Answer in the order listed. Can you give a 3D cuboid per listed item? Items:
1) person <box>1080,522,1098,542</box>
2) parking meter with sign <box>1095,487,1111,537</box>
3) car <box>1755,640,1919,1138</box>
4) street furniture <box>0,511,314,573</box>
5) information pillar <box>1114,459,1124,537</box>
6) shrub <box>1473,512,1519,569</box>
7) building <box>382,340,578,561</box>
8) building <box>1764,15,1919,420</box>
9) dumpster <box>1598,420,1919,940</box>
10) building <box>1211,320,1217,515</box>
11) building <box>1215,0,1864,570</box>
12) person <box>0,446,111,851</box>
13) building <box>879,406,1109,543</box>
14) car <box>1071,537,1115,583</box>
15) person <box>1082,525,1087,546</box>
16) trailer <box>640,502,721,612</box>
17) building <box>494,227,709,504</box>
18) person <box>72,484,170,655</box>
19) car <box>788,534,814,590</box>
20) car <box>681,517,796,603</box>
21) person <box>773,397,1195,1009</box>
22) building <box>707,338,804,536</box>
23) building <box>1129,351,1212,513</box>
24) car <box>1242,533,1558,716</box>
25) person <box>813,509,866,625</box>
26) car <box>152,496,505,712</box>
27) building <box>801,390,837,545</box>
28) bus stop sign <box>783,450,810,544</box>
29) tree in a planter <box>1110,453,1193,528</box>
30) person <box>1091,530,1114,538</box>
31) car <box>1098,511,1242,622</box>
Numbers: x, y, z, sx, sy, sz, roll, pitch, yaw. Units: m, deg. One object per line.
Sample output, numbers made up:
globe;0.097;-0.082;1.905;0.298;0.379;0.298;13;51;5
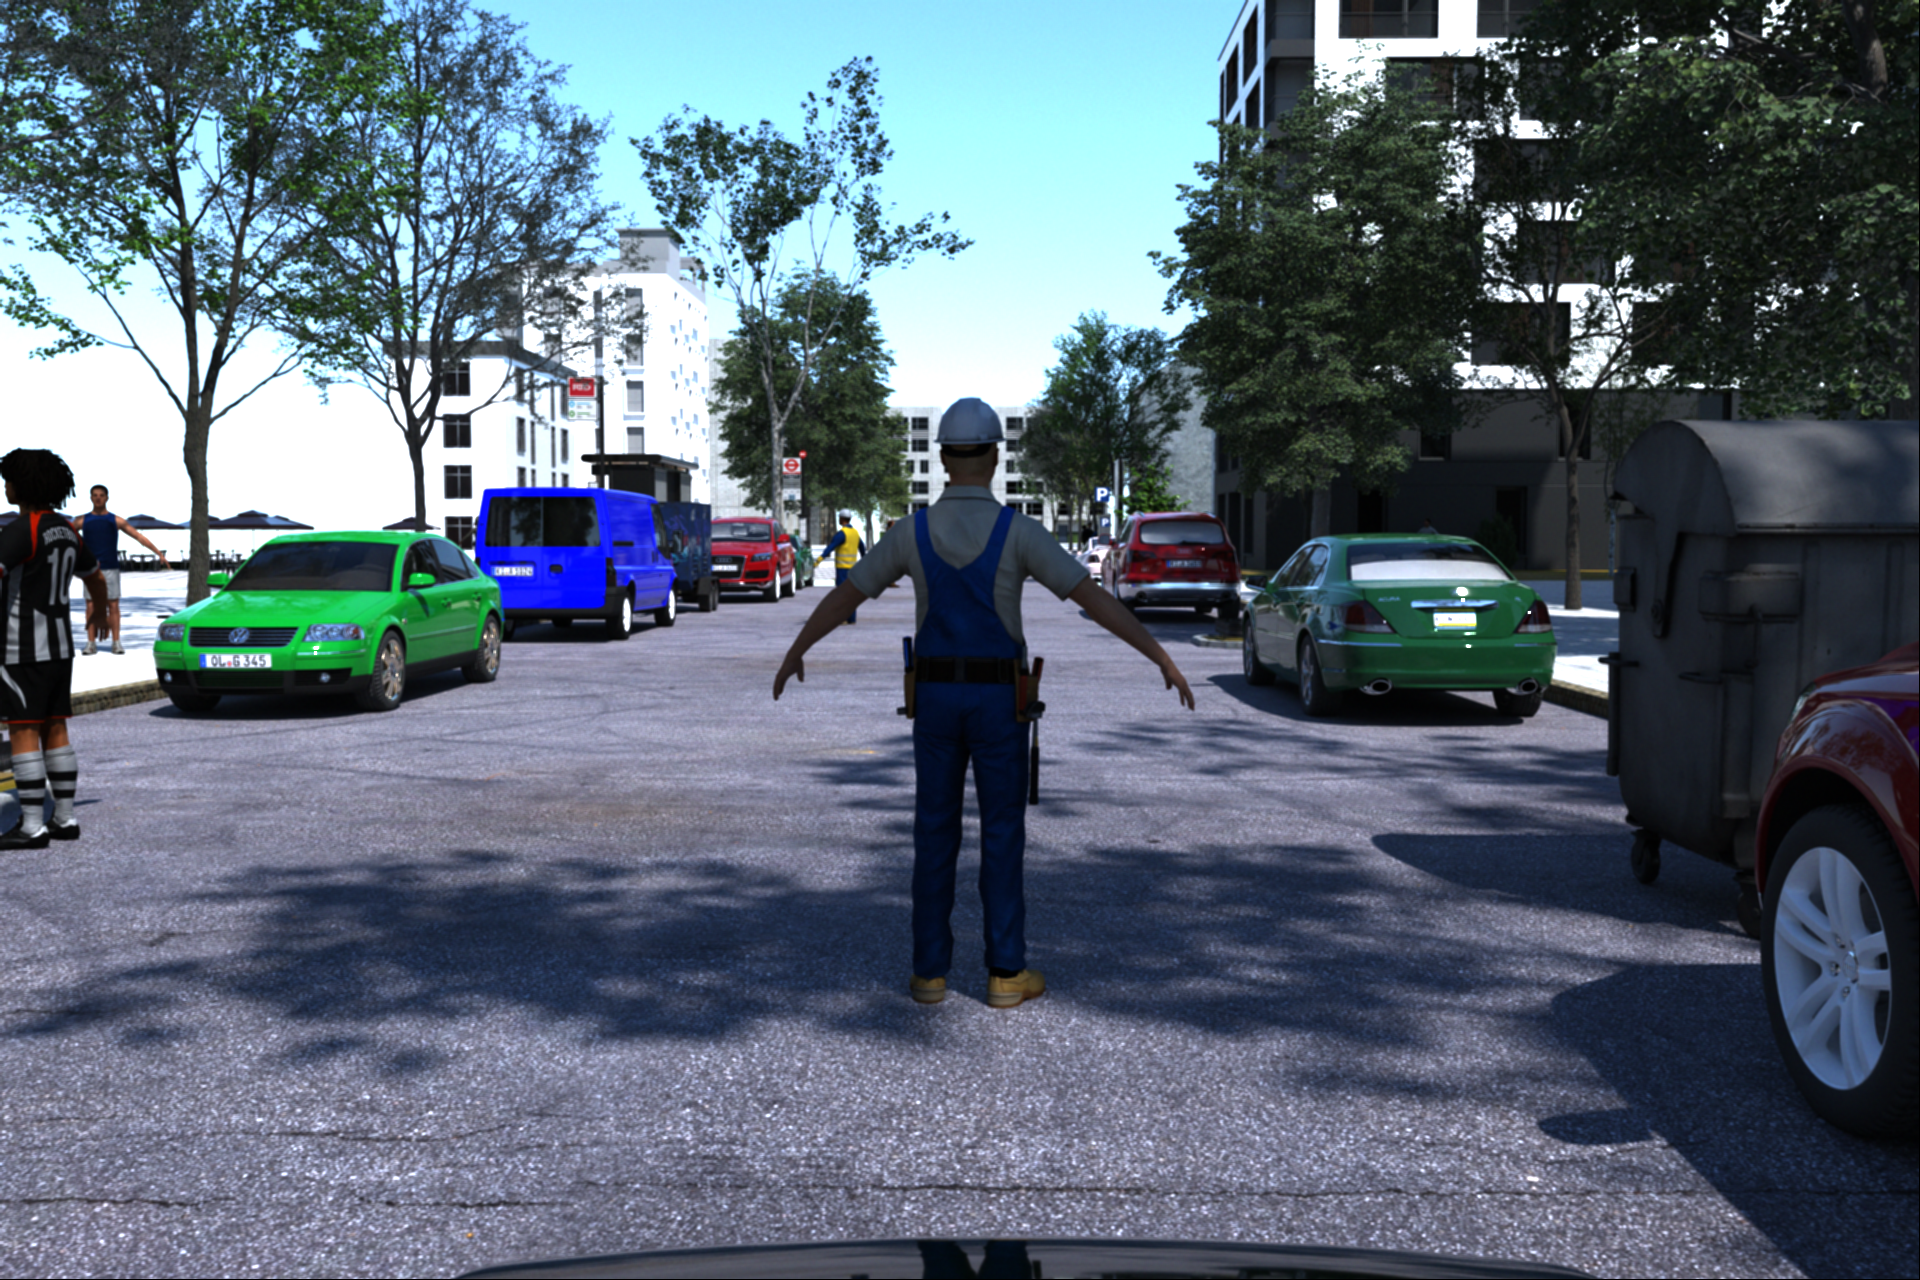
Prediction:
person;5.964;-4.499;79.496;1.347;1.837;0.705;-3;5;-41
parking meter with sign;5.267;-4.108;63.434;0.543;3.016;1.738;0;4;0
car;3.071;0.377;2.508;2.281;1.827;5.304;0;4;1
street furniture;-31.060;-3.301;59.002;14.083;1.986;27.439;1;4;11
information pillar;5.036;-3.892;54.942;0.184;3.620;1.656;0;4;1
shrub;18.253;-3.362;59.016;1.661;2.075;1.752;0;3;0
building;-24.188;-8.996;89.227;9.099;9.664;28.070;0;3;0
building;25.728;-17.576;33.488;12.429;33.558;17.177;0;4;0
dumpster;3.528;0.100;6.581;1.865;1.857;1.264;0;3;0
building;27.969;-15.528;120.341;16.747;18.905;31.486;0;4;1
building;25.068;-14.249;76.952;27.936;21.610;32.646;0;4;1
person;-4.277;0.039;7.971;0.704;1.843;1.345;0;4;7
building;4.776;-23.058;245.920;31.486;18.905;16.747;0;4;1
car;4.022;-2.058;46.009;2.083;1.381;4.827;0;4;0
person;6.380;-4.941;87.502;0.721;1.740;1.216;-1;4;-9
trailer;-5.277;-1.487;31.366;1.471;1.999;3.904;0;4;1
building;-22.751;-15.404;108.272;16.016;20.090;11.380;0;4;1
person;-9.152;-0.752;18.458;1.345;1.807;0.704;-1;4;-23
car;-4.948;-2.102;46.173;2.131;1.459;4.920;0;4;1
car;-4.791;-1.789;37.917;2.281;1.827;5.304;0;4;1
person;0.037;0.182;5.330;1.347;1.847;0.705;1;4;14
building;-24.911;-18.696;172.143;16.747;18.905;31.486;0;3;0
building;27.947;-21.561;183.452;19.493;23.208;18.063;0;4;1
car;3.639;-0.198;15.043;2.131;1.459;4.920;0;4;0
person;-1.834;-1.160;27.392;0.705;1.833;1.349;2;4;32
car;-5.432;-0.404;15.400;1.959;1.807;4.718;0;4;1
building;-24.713;-22.811;203.894;19.493;23.208;18.063;0;4;2
bus stop sign;-5.227;-4.073;55.298;0.855;3.939;0.416;0;4;0
tree in a planter;4.233;-2.516;38.362;1.991;3.239;1.994;0;4;0
person;5.622;-3.778;68.232;1.216;1.772;0.721;1;4;19
car;3.567;-1.297;29.885;2.281;1.827;5.304;0;4;1
